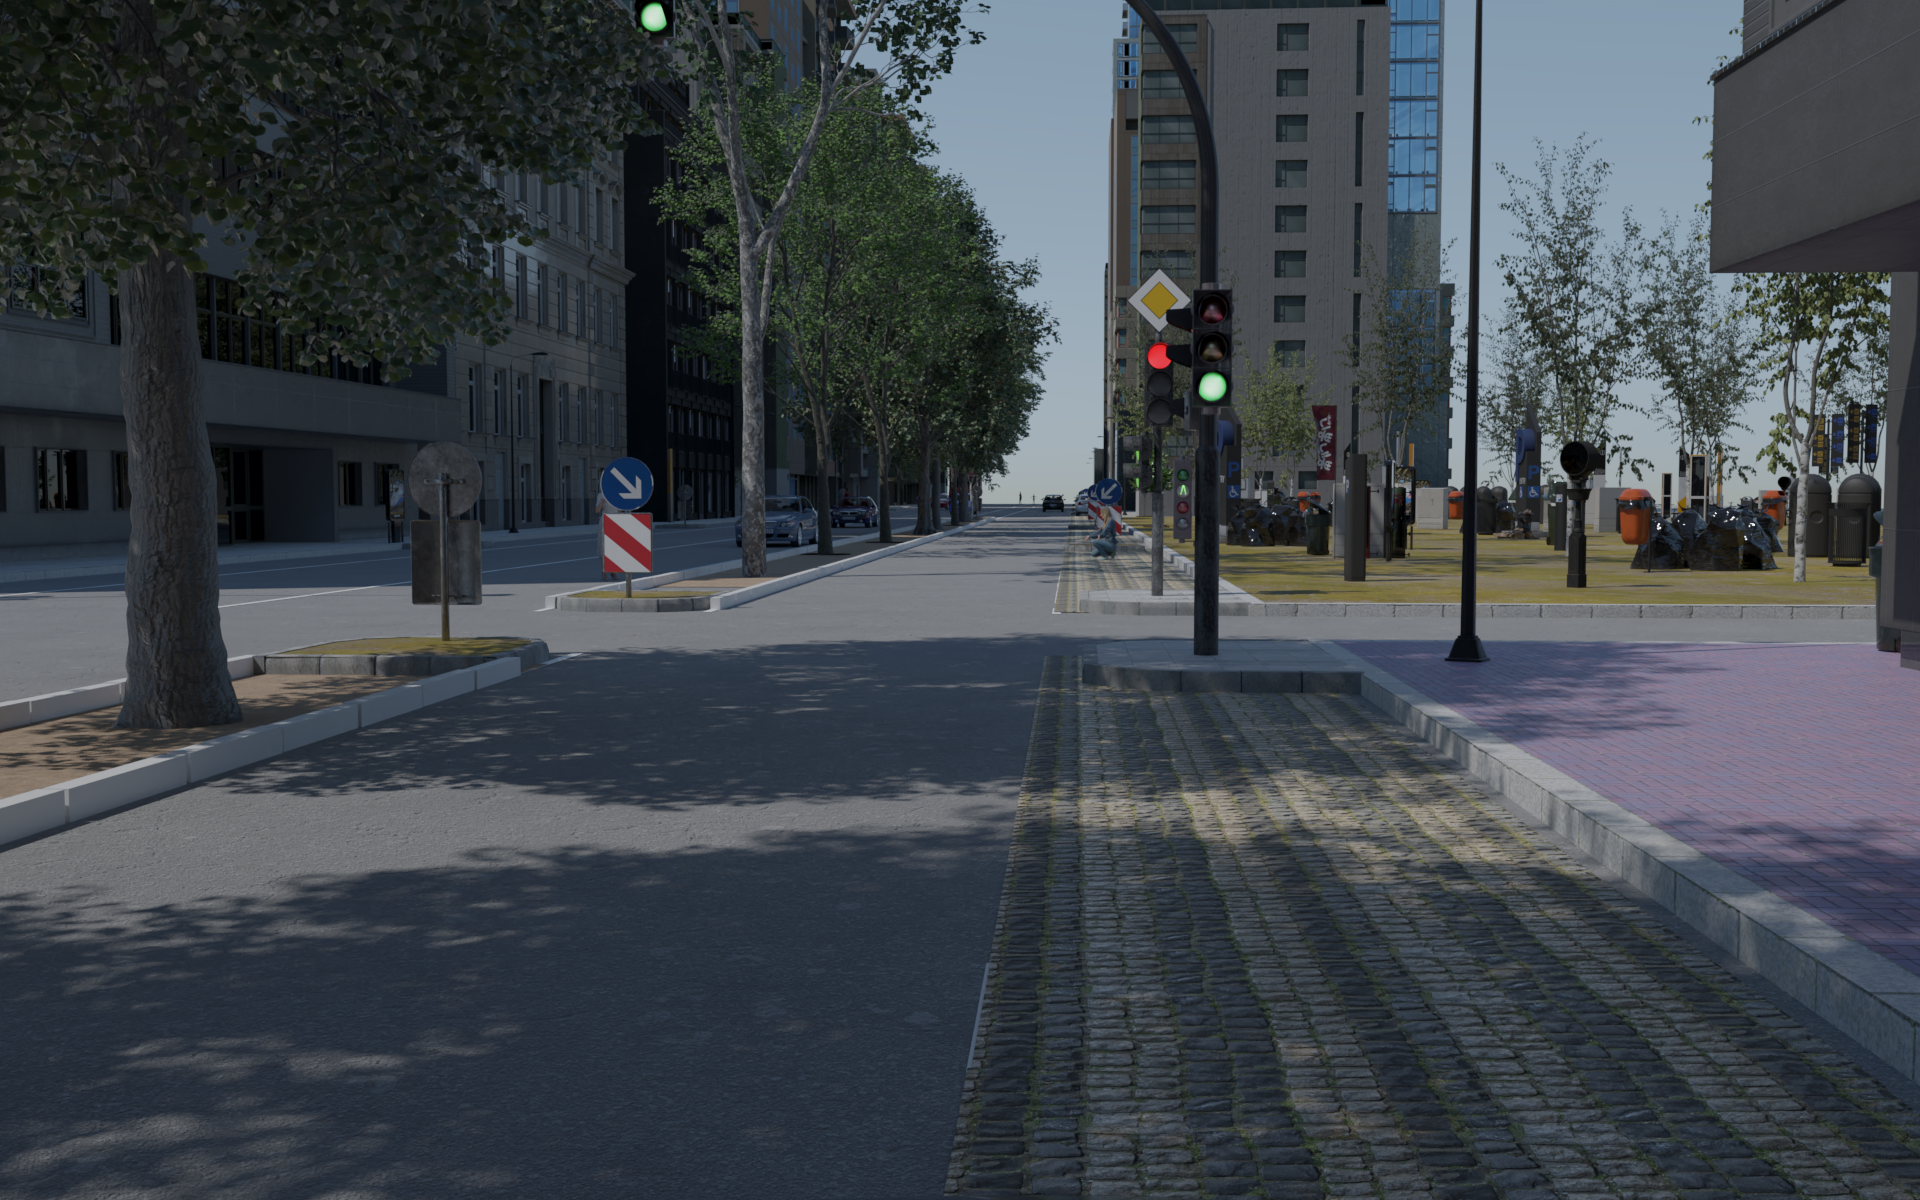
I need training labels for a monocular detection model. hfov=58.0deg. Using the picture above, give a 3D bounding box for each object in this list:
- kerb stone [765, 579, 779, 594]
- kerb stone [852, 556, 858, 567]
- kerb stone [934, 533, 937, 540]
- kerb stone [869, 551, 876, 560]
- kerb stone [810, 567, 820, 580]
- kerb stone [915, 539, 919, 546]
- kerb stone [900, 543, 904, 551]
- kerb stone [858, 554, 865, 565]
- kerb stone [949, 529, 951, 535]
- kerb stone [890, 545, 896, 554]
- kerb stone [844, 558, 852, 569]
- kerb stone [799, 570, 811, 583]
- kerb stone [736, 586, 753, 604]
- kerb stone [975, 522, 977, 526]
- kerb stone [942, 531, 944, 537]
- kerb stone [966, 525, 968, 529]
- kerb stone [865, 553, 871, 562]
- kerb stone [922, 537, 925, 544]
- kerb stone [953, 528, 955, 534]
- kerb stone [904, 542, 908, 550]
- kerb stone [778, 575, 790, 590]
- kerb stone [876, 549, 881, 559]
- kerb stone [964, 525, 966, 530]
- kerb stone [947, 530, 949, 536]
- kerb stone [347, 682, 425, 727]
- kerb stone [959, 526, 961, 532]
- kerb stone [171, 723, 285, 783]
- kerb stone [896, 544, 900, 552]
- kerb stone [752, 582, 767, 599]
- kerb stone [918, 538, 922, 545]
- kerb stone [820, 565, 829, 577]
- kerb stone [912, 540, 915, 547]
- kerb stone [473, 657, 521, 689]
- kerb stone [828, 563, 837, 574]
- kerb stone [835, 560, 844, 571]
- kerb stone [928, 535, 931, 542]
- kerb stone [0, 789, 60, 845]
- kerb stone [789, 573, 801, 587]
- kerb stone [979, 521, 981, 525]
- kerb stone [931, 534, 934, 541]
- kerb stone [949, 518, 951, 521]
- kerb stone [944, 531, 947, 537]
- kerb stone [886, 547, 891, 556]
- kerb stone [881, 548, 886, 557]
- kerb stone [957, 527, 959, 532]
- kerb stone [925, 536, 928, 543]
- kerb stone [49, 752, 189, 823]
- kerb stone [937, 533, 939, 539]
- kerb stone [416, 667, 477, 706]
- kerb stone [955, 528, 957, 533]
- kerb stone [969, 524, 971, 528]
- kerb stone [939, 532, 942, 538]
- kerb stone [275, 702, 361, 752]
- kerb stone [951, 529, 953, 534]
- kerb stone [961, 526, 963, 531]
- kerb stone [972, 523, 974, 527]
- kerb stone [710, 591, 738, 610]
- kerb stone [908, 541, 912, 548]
[{"bbox_3d":[-2.794,-0.171,24.985,0.120,0.150,1.000,0,4,4],"label":"kerb stone"},{"bbox_3d":[-2.182,-0.734,34.199,0.120,0.150,1.000,0,4,4],"label":"kerb stone"},{"bbox_3d":[-0.899,-1.921,53.597,0.120,0.150,1.000,0,4,4],"label":"kerb stone"},{"bbox_3d":[-1.980,-0.921,37.258,0.120,0.150,1.000,0,4,4],"label":"kerb stone"},{"bbox_3d":[-2.525,-0.419,29.078,0.120,0.150,1.000,0,4,4],"label":"kerb stone"},{"bbox_3d":[-1.304,-1.541,47.479,0.120,0.150,1.000,0,4,4],"label":"kerb stone"},{"bbox_3d":[-1.579,-1.296,43.387,0.120,0.150,1.000,0,4,4],"label":"kerb stone"},{"bbox_3d":[-2.114,-0.793,35.219,0.120,0.150,1.000,0,4,4],"label":"kerb stone"},{"bbox_3d":[-0.497,-2.296,59.740,0.120,0.150,1.000,0,4,4],"label":"kerb stone"},{"bbox_3d":[-1.707,-1.171,41.343,0.120,0.150,1.000,0,4,4],"label":"kerb stone"},{"bbox_3d":[-2.245,-0.671,33.169,0.120,0.150,1.000,0,4,4],"label":"kerb stone"},{"bbox_3d":[-2.588,-0.358,28.050,0.120,0.150,1.000,0,4,4],"label":"kerb stone"},{"bbox_3d":[-2.925,-0.045,22.938,0.120,0.150,1.000,0,4,4],"label":"kerb stone"},{"bbox_3d":[0.522,-3.235,75.085,0.120,0.150,1.000,0,4,4],"label":"kerb stone"},{"bbox_3d":[-0.699,-2.107,56.666,0.120,0.150,1.000,0,4,4],"label":"kerb stone"},{"bbox_3d":[0.109,-2.859,68.943,0.120,0.150,1.000,0,4,4],"label":"kerb stone"},{"bbox_3d":[-2.043,-0.859,36.238,0.120,0.150,1.000,0,4,4],"label":"kerb stone"},{"bbox_3d":[-1.170,-1.671,49.519,0.120,0.150,1.000,0,4,4],"label":"kerb stone"},{"bbox_3d":[-0.351,-2.421,61.781,0.120,0.150,1.000,0,4,4],"label":"kerb stone"},{"bbox_3d":[-1.510,-1.359,44.407,0.120,0.150,1.000,0,4,4],"label":"kerb stone"},{"bbox_3d":[-2.726,-0.233,26.005,0.120,0.150,1.000,0,4,4],"label":"kerb stone"},{"bbox_3d":[-1.913,-0.984,38.281,0.120,0.150,1.000,0,4,4],"label":"kerb stone"},{"bbox_3d":[0.049,-2.796,67.918,0.120,0.150,1.000,0,4,4],"label":"kerb stone"},{"bbox_3d":[-0.553,-2.222,58.720,0.120,0.150,1.000,0,4,4],"label":"kerb stone"},{"bbox_3d":[-3.703,0.676,11.138,0.120,0.150,1.000,0,4,4],"label":"kerb stone"},{"bbox_3d":[-0.156,-2.608,64.844,0.120,0.150,1.000,0,4,4],"label":"kerb stone"},{"bbox_3d":[-3.841,0.802,9.089,0.120,0.150,1.000,0,4,4],"label":"kerb stone"},{"bbox_3d":[-1.644,-1.234,42.363,0.120,0.150,1.000,0,4,4],"label":"kerb stone"},{"bbox_3d":[-2.857,-0.108,23.958,0.120,0.150,1.000,0,4,4],"label":"kerb stone"},{"bbox_3d":[-1.232,-1.609,48.499,0.120,0.150,1.000,0,4,4],"label":"kerb stone"},{"bbox_3d":[-2.452,-0.483,30.098,0.120,0.150,1.000,0,4,4],"label":"kerb stone"},{"bbox_3d":[-1.378,-1.479,46.460,0.120,0.150,1.000,0,4,4],"label":"kerb stone"},{"bbox_3d":[-3.565,0.558,13.188,0.120,0.150,1.000,0,4,4],"label":"kerb stone"},{"bbox_3d":[-2.385,-0.543,31.118,0.120,0.150,1.000,0,4,4],"label":"kerb stone"},{"bbox_3d":[-2.324,-0.606,32.149,0.120,0.150,1.000,0,4,4],"label":"kerb stone"},{"bbox_3d":[-1.039,-1.796,51.558,0.120,0.150,1.000,0,4,4],"label":"kerb stone"},{"bbox_3d":[-3.980,0.928,7.029,0.120,0.150,1.000,0,4,4],"label":"kerb stone"},{"bbox_3d":[-2.660,-0.296,27.030,0.120,0.150,1.000,0,4,4],"label":"kerb stone"},{"bbox_3d":[0.726,-3.422,78.152,0.120,0.150,1.000,0,4,4],"label":"kerb stone"},{"bbox_3d":[-0.968,-1.858,52.578,0.120,0.150,1.000,0,4,4],"label":"kerb stone"},{"bbox_3d":[-0.702,-4.057,88.545,0.120,0.150,1.000,0,4,4],"label":"kerb stone"},{"bbox_3d":[-0.622,-2.171,57.692,0.120,0.150,1.000,0,4,4],"label":"kerb stone"},{"bbox_3d":[-1.778,-1.107,40.320,0.120,0.150,1.000,0,4,4],"label":"kerb stone"},{"bbox_3d":[-1.851,-1.046,39.301,0.120,0.150,1.000,0,4,4],"label":"kerb stone"},{"bbox_3d":[-0.221,-2.546,63.821,0.120,0.150,1.000,0,4,4],"label":"kerb stone"},{"bbox_3d":[-1.102,-1.733,50.538,0.120,0.150,1.000,0,4,4],"label":"kerb stone"},{"bbox_3d":[-3.909,0.867,8.049,0.120,0.150,1.000,0,4,4],"label":"kerb stone"},{"bbox_3d":[-0.832,-1.980,54.625,0.120,0.150,1.000,0,4,4],"label":"kerb stone"},{"bbox_3d":[-3.643,0.613,12.168,0.120,0.150,1.000,0,4,4],"label":"kerb stone"},{"bbox_3d":[-0.285,-2.483,62.801,0.120,0.150,1.000,0,4,4],"label":"kerb stone"},{"bbox_3d":[0.249,-2.985,71.003,0.120,0.150,1.000,0,4,4],"label":"kerb stone"},{"bbox_3d":[-0.753,-2.046,55.644,0.120,0.150,1.000,0,4,4],"label":"kerb stone"},{"bbox_3d":[-3.781,0.746,10.117,0.120,0.150,1.000,0,4,4],"label":"kerb stone"},{"bbox_3d":[-0.428,-2.356,60.762,0.120,0.150,1.000,0,4,4],"label":"kerb stone"},{"bbox_3d":[-0.086,-2.671,65.867,0.120,0.150,1.000,0,4,4],"label":"kerb stone"},{"bbox_3d":[0.388,-3.107,73.046,0.120,0.150,1.000,0,4,4],"label":"kerb stone"},{"bbox_3d":[-2.994,0.017,21.910,0.120,0.150,1.000,0,4,4],"label":"kerb stone"},{"bbox_3d":[-1.436,-1.417,45.434,0.120,0.150,1.000,0,4,4],"label":"kerb stone"}]
